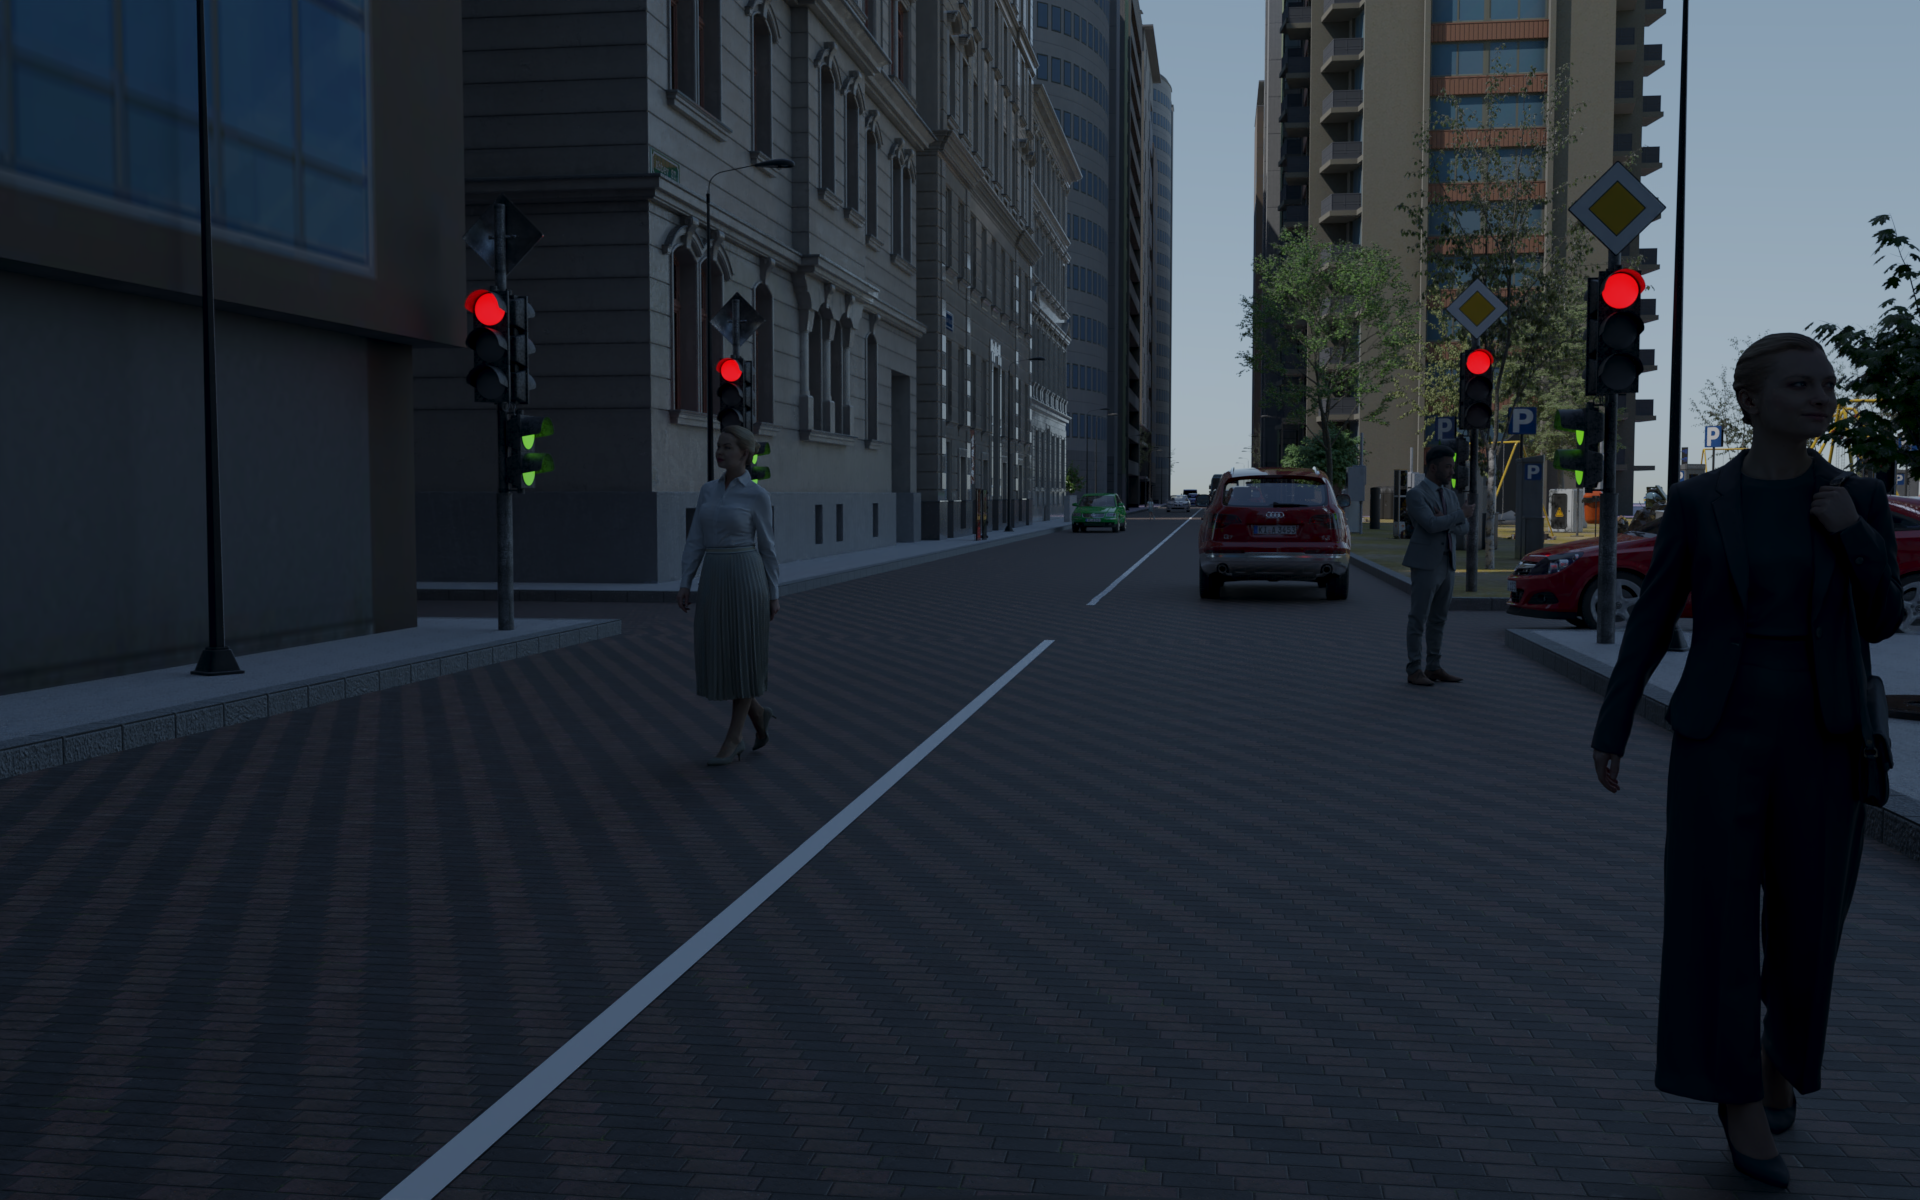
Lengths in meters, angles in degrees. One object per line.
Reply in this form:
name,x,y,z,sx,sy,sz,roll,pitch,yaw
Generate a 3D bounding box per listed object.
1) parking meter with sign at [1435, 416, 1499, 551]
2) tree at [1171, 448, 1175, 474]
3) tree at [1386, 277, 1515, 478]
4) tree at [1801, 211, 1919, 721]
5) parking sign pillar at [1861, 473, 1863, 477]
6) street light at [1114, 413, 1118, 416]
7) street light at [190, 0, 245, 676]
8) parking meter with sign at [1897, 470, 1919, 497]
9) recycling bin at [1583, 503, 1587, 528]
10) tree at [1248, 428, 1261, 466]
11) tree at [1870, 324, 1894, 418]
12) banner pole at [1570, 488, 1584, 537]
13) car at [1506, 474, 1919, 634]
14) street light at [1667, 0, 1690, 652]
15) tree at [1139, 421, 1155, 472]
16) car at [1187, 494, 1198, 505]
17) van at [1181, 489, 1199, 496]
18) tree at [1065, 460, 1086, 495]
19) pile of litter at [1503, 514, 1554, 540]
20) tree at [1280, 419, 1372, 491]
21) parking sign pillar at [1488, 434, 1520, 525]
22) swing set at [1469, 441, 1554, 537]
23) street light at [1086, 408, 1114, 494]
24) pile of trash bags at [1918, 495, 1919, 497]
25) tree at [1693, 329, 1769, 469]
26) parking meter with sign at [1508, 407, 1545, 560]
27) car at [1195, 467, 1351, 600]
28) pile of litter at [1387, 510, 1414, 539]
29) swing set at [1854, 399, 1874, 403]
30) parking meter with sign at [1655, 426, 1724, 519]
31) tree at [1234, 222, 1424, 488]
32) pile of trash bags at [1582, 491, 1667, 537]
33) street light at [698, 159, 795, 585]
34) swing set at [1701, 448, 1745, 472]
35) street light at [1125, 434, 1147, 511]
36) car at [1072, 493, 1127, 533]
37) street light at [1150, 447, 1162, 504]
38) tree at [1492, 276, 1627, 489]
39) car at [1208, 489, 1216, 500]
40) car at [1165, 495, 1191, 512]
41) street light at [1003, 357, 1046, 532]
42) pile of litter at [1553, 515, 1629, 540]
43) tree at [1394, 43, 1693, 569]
parking meter with sign,11.603,-2.647,39.540,1.738,3.016,0.543,-3,4,-36
tree,30.214,-18.754,256.981,4.360,8.622,3.978,0,3,0
tree,16.653,-6.571,57.800,4.737,8.622,4.395,0,3,0
tree,5.843,-0.952,10.169,1.663,3.219,1.824,0,3,0
parking sign pillar,33.267,-4.549,62.847,1.447,3.967,1.447,-2,4,-33
street light,8.401,-7.795,99.995,1.470,5.913,1.316,1,4,8
street light,-4.765,-2.419,12.098,1.470,5.913,1.316,1,4,8
parking meter with sign,29.548,-3.537,54.096,1.738,3.016,0.543,2,4,25
recycling bin,23.055,-3.211,65.059,0.722,1.027,0.722,-2,4,-28
tree,31.882,-14.027,179.702,4.360,8.622,3.978,0,3,0
tree,38.193,-7.441,72.021,4.360,8.622,3.978,0,3,0
banner pole,18.568,-3.789,51.969,0.401,3.779,0.863,1,4,17
car,7.907,-0.525,17.621,4.494,1.783,2.155,1,4,10
street light,5.301,-2.545,14.148,1.470,5.913,1.316,1,4,8
tree,17.331,-13.640,173.374,4.360,8.622,3.978,0,3,0
car,27.304,-11.811,202.705,1.945,1.707,3.694,0,4,7
van,27.670,-12.467,208.222,2.240,2.365,5.245,0,4,7
tree,6.438,-6.331,98.107,1.663,3.219,1.824,0,3,0
pile of litter,16.207,-2.155,49.204,1.176,0.858,1.719,-1,4,-10
tree,16.217,-5.613,75.491,4.285,4.588,4.351,0,3,0
parking sign pillar,22.696,-5.127,72.303,1.447,3.967,1.447,-2,4,-24
swing set,15.786,-3.347,52.351,2.862,2.851,3.119,-2,4,-25
street light,7.406,-7.400,93.536,1.470,5.913,1.316,1,4,8
pile of trash bags,20.873,-1.724,37.940,1.912,1.369,3.447,3,5,40
tree,35.231,-7.802,77.926,4.360,8.622,3.978,0,3,0
parking meter with sign,11.142,-2.304,33.939,0.543,3.016,1.738,0,4,8
car,4.547,-1.010,25.188,2.281,1.827,5.304,1,4,10
pile of litter,13.024,-2.175,49.527,1.176,0.858,1.719,-2,4,-26
swing set,16.057,-1.882,28.383,3.119,2.851,2.862,1,4,10
parking meter with sign,18.499,-2.920,44.003,1.738,3.016,0.543,-1,4,-22
tree,14.218,-8.639,67.010,9.928,11.665,9.643,0,3,0
pile of trash bags,19.038,-2.342,48.042,3.447,1.369,1.912,0,4,7
street light,-2.978,-3.161,24.220,1.470,5.913,1.316,1,4,8
swing set,26.992,-3.763,59.138,3.119,2.851,2.862,1,4,11
street light,13.582,-9.915,134.654,1.470,5.913,1.316,1,4,8
car,5.309,-3.493,65.907,1.959,1.807,4.718,1,4,10
street light,18.792,-12.074,169.947,1.470,5.913,1.316,1,4,8
tree,31.219,-10.567,90.894,7.486,12.596,7.792,0,3,0
car,20.937,-7.911,138.020,2.281,1.827,5.304,0,4,7
car,17.528,-7.745,138.992,2.083,1.381,4.827,0,4,8
street light,2.203,-5.281,58.880,1.470,5.913,1.316,1,4,8
pile of litter,13.170,-1.310,35.382,1.719,0.858,1.176,-3,5,-42
tree,9.291,-4.835,29.410,4.360,8.622,3.978,0,3,0
